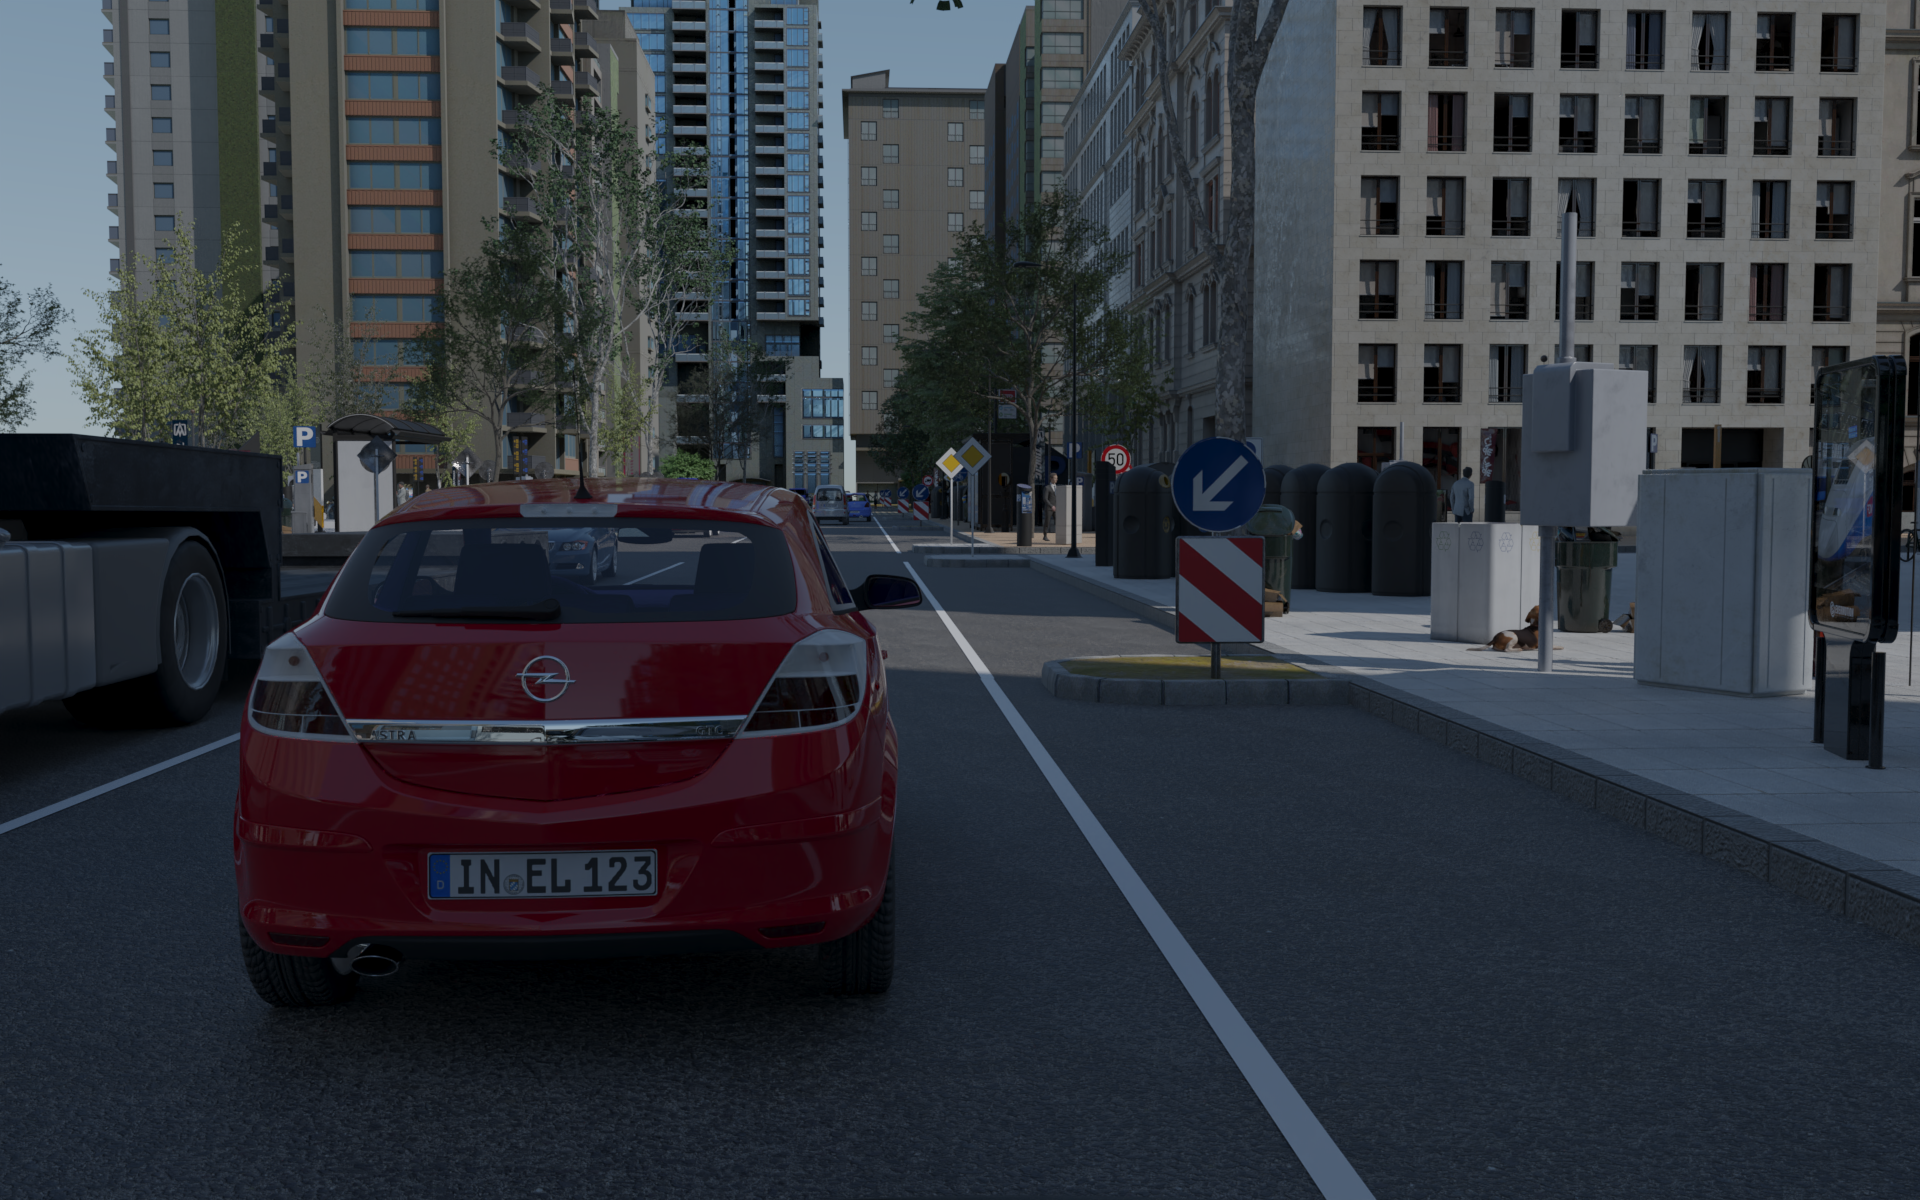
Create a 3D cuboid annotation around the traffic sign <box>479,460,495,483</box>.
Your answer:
[{"bbox_3d":[-17.597,-3.952,64.726,0.768,2.556,0.104,0,4,-2],"label":"traffic sign"}]

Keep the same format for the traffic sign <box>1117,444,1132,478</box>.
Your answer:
[{"bbox_3d":[4.111,-2.757,45.083,0.884,2.594,0.081,0,4,3],"label":"traffic sign"}]

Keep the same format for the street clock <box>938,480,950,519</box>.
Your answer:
[{"bbox_3d":[-0.725,-5.219,89.903,0.471,2.002,0.358,2,4,30],"label":"street clock"}]

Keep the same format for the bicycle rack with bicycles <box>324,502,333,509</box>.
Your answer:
[{"bbox_3d":[-39.947,-6.034,112.032,2.925,0.926,2.852,2,4,34],"label":"bicycle rack with bicycles"}]

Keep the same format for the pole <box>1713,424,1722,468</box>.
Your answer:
[{"bbox_3d":[22.155,-3.479,50.717,0.158,3.312,0.155,0,3,0],"label":"pole"}]

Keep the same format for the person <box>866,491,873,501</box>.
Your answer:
[{"bbox_3d":[-8.136,-8.812,153.291,1.217,1.735,0.721,-1,4,-18],"label":"person"}]

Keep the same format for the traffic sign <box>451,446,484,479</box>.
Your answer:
[{"bbox_3d":[-12.070,-2.462,42.439,0.795,2.593,0.064,0,4,-3],"label":"traffic sign"}]

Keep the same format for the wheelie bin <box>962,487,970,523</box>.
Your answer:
[{"bbox_3d":[0.589,-4.263,77.608,0.980,1.594,0.693,-3,4,-37],"label":"wheelie bin"}]

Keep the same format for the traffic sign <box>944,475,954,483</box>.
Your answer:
[{"bbox_3d":[-0.496,-5.853,95.430,0.795,2.593,0.064,0,4,5],"label":"traffic sign"}]

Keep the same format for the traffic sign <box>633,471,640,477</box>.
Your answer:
[{"bbox_3d":[-18.544,-6.078,99.372,0.884,2.594,0.081,0,4,-2],"label":"traffic sign"}]

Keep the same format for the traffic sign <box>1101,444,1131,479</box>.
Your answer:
[{"bbox_3d":[4.000,-2.719,44.566,0.768,2.556,0.104,0,4,-2],"label":"traffic sign"}]

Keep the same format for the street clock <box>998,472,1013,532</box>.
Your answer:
[{"bbox_3d":[1.514,-3.262,57.902,0.471,2.002,0.358,2,4,33],"label":"street clock"}]

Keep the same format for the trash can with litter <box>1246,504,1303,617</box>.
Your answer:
[{"bbox_3d":[3.347,-0.430,18.424,0.624,1.170,1.055,1,4,9],"label":"trash can with litter"}]

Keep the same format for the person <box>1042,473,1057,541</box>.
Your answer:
[{"bbox_3d":[2.561,-2.525,47.104,0.755,1.850,0.659,3,5,45],"label":"person"}]

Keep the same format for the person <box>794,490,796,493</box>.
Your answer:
[{"bbox_3d":[-15.588,-9.442,162.737,0.599,1.838,0.709,1,4,20],"label":"person"}]

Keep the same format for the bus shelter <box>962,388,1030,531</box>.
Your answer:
[{"bbox_3d":[1.241,-5.259,63.622,2.179,5.291,8.768,0,4,-3],"label":"bus shelter"}]

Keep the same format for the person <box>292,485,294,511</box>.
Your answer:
[{"bbox_3d":[-23.244,-3.322,60.533,0.592,1.802,0.473,2,4,34],"label":"person"}]

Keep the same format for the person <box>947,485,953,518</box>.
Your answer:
[{"bbox_3d":[-0.572,-5.309,93.020,0.526,1.800,0.537,3,5,44],"label":"person"}]

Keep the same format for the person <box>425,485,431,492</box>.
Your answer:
[{"bbox_3d":[-31.826,-5.992,103.928,0.836,1.842,0.656,-1,4,-9],"label":"person"}]

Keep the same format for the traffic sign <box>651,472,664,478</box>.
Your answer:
[{"bbox_3d":[-17.194,-6.017,98.481,0.768,2.556,0.104,0,4,-1],"label":"traffic sign"}]

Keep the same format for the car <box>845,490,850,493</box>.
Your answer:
[{"bbox_3d":[-12.483,-10.798,185.220,2.281,1.827,5.304,0,4,-3],"label":"car"}]

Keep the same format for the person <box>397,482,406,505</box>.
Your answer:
[{"bbox_3d":[-23.562,-4.081,72.949,0.466,1.800,0.511,-2,4,-35],"label":"person"}]

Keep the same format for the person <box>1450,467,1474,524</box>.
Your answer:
[{"bbox_3d":[10.227,-1.802,35.357,0.795,1.843,0.661,-2,4,-25],"label":"person"}]

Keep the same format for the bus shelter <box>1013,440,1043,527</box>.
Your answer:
[{"bbox_3d":[2.329,-4.897,71.351,1.731,3.624,6.357,0,4,-3],"label":"bus shelter"}]

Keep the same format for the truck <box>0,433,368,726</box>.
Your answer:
[{"bbox_3d":[-6.112,-1.460,13.637,2.967,4.110,18.799,0,4,-4],"label":"truck"}]

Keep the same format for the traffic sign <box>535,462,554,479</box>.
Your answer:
[{"bbox_3d":[-16.387,-4.171,68.309,0.768,2.556,0.104,0,4,-1],"label":"traffic sign"}]

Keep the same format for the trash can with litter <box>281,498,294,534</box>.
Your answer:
[{"bbox_3d":[-20.589,-2.545,52.994,0.624,1.170,1.055,-2,4,-35],"label":"trash can with litter"}]

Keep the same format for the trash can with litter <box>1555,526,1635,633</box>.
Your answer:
[{"bbox_3d":[6.053,-0.291,16.146,1.055,1.170,0.624,0,4,4],"label":"trash can with litter"}]

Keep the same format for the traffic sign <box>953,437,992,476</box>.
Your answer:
[{"bbox_3d":[0.275,-2.016,35.147,0.795,2.593,0.064,0,4,-3],"label":"traffic sign"}]

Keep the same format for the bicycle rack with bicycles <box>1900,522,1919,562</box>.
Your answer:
[{"bbox_3d":[19.018,-1.175,32.596,2.925,0.926,2.852,0,4,-6],"label":"bicycle rack with bicycles"}]

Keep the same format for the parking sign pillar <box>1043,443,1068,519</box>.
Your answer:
[{"bbox_3d":[4.855,-6.083,87.936,1.447,3.967,1.447,0,4,2],"label":"parking sign pillar"}]

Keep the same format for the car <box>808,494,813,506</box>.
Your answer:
[{"bbox_3d":[-16.238,-10.446,182.594,2.131,1.459,4.920,0,4,-4],"label":"car"}]

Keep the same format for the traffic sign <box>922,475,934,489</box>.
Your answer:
[{"bbox_3d":[-2.138,-7.077,115.815,0.768,2.556,0.104,0,4,4],"label":"traffic sign"}]

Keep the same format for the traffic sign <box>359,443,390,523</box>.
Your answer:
[{"bbox_3d":[-14.183,-2.565,42.038,0.768,2.556,0.104,0,4,-3],"label":"traffic sign"}]

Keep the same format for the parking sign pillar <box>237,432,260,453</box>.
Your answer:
[{"bbox_3d":[-30.591,-5.245,74.236,1.447,3.967,1.447,1,4,19],"label":"parking sign pillar"}]

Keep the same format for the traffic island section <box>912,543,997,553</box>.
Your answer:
[{"bbox_3d":[-0.172,-1.280,43.202,2.009,0.180,2.903,0,4,-3],"label":"traffic island section"}]

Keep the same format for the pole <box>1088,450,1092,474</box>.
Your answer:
[{"bbox_3d":[6.040,-5.317,80.773,0.158,3.312,0.155,0,3,0],"label":"pole"}]

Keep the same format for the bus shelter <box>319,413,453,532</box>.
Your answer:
[{"bbox_3d":[-15.164,-3.195,46.154,2.014,3.302,5.546,0,4,-3],"label":"bus shelter"}]

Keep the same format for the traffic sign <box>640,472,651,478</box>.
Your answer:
[{"bbox_3d":[-17.945,-6.050,99.016,0.768,2.556,0.104,0,4,3],"label":"traffic sign"}]

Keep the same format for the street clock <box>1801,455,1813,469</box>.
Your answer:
[{"bbox_3d":[15.911,-1.693,32.251,0.358,2.002,0.471,-1,4,-18],"label":"street clock"}]

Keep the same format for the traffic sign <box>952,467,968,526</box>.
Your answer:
[{"bbox_3d":[-0.069,-4.302,70.450,0.768,2.556,0.104,0,4,6],"label":"traffic sign"}]

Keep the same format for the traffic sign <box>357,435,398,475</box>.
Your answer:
[{"bbox_3d":[-11.599,-1.974,34.468,0.795,2.593,0.064,0,4,-3],"label":"traffic sign"}]

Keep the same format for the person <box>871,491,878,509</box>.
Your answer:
[{"bbox_3d":[-7.647,-8.923,155.173,0.721,1.735,1.217,-2,4,-30],"label":"person"}]

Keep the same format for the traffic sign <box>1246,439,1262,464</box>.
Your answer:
[{"bbox_3d":[5.156,-1.785,31.312,0.606,2.300,0.079,0,4,4],"label":"traffic sign"}]

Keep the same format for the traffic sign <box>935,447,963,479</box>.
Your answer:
[{"bbox_3d":[-0.195,-2.503,43.118,0.795,2.593,0.064,0,4,-3],"label":"traffic sign"}]

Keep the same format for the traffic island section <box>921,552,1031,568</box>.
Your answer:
[{"bbox_3d":[0.299,-0.792,35.231,2.009,0.180,2.903,0,4,-3],"label":"traffic island section"}]
